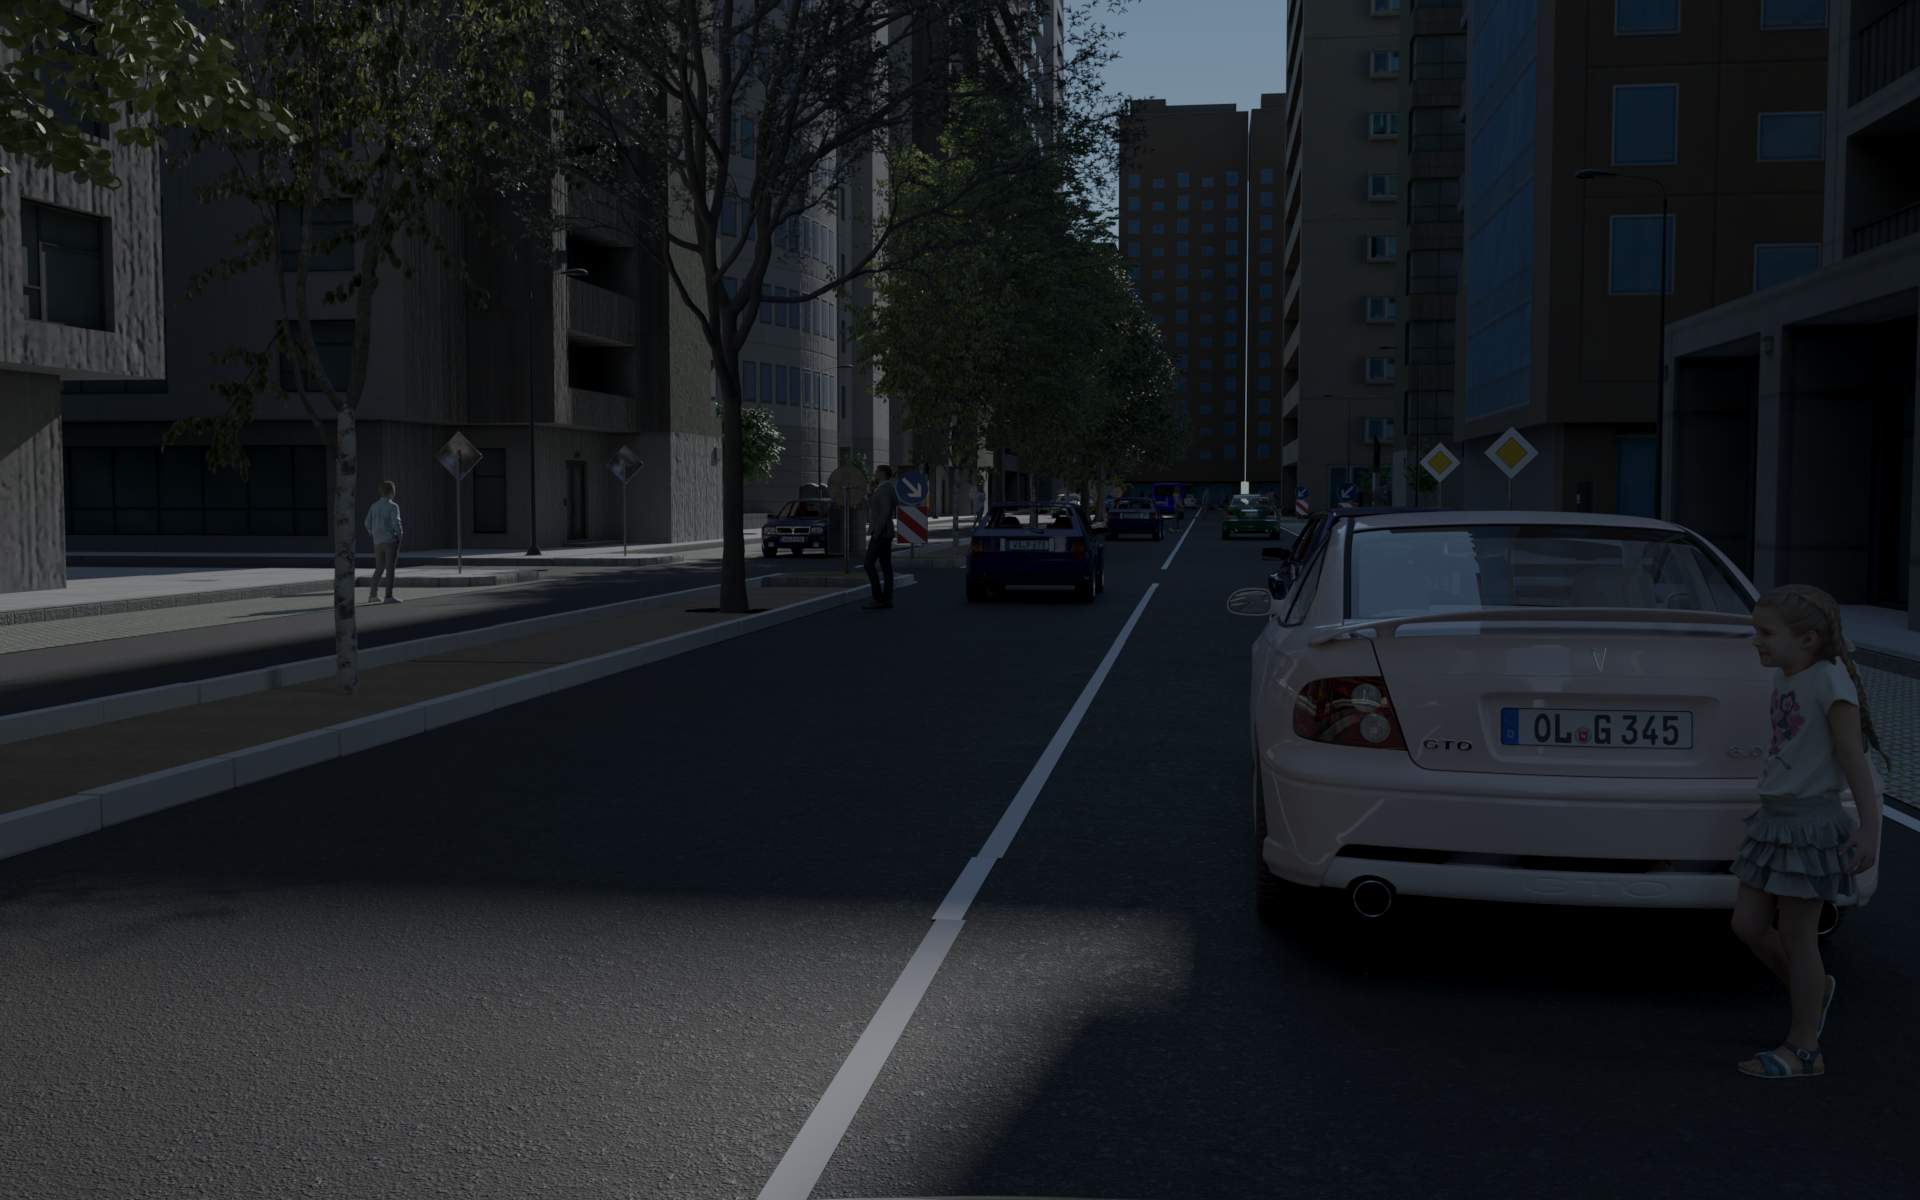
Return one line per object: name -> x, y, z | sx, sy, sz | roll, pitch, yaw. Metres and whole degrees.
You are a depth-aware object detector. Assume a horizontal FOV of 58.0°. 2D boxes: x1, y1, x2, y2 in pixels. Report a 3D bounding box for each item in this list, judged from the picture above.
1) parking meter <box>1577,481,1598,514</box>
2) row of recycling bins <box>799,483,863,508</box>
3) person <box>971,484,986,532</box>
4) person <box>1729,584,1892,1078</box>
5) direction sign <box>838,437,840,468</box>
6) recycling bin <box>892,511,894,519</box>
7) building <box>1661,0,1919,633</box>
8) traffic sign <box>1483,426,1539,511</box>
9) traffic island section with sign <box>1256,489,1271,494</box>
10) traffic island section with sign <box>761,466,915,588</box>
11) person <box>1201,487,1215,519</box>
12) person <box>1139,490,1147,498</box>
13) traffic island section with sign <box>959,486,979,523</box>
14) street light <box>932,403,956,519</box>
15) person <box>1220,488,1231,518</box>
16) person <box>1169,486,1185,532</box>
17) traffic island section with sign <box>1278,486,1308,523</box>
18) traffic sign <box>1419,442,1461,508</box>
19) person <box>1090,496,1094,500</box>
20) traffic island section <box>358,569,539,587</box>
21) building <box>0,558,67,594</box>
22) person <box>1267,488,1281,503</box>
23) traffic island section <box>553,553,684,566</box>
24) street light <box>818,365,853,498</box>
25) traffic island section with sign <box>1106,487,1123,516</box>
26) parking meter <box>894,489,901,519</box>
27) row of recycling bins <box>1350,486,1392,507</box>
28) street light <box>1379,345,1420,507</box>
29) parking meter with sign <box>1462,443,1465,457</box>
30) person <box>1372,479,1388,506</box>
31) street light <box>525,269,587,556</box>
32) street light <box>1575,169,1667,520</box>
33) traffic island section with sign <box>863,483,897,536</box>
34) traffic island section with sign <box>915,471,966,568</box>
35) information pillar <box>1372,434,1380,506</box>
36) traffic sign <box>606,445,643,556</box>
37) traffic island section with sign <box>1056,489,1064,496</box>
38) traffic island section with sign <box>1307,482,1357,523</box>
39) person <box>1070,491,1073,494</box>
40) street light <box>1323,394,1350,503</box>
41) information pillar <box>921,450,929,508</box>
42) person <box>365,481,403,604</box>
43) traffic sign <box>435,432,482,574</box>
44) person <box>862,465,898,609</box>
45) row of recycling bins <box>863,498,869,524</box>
parking meter -> 12.130, -1.536, 33.522 | 0.372, 1.533, 0.369 | 0, 3, 0
row of recycling bins -> -5.106, -3.620, 66.299 | 1.069, 1.692, 3.534 | 2, 4, 25
person -> 0.698, -3.448, 65.132 | 0.793, 1.790, 0.793 | 2, 4, 30
person -> 2.125, 0.568, 4.232 | 0.382, 1.210, 0.505 | 0, 4, -4
direction sign -> -4.821, -4.714, 69.066 | 0.379, 3.537, 0.876 | 0, 4, -2
recycling bin -> -3.665, -4.759, 90.358 | 0.722, 1.027, 0.722 | 0, 4, 3
building -> 18.891, -35.079, 11.799 | 20.563, 71.187, 20.611 | 1, 4, 8
traffic sign -> 8.109, -1.339, 25.536 | 0.795, 2.450, 0.064 | 1, 4, 8
traffic island section with sign -> 23.858, -7.697, 134.471 | 1.989, 1.847, 2.006 | 1, 4, 8
traffic island section with sign -> -1.913, -1.172, 27.296 | 2.006, 1.907, 1.989 | 1, 4, 8
person -> 13.993, -5.470, 98.063 | 0.853, 1.813, 0.709 | 2, 4, 32
person -> 16.980, -9.319, 160.873 | 0.705, 1.822, 1.348 | -3, 5, -39
traffic island section with sign -> 0.764, -4.795, 87.025 | 1.989, 1.847, 2.006 | 1, 4, 8
street light -> -0.737, -7.122, 88.984 | 1.470, 5.913, 1.316 | 1, 4, 8
person -> 15.843, -5.794, 103.582 | 0.721, 1.781, 0.623 | 0, 4, -7
person -> 8.190, -3.457, 65.610 | 0.643, 1.750, 0.593 | -1, 4, -8
traffic island section with sign -> 16.906, -4.757, 86.400 | 1.989, 1.847, 2.006 | 1, 4, 8
traffic sign -> 9.250, -1.822, 33.439 | 0.795, 2.450, 0.064 | 1, 4, 8
person -> 8.825, -6.838, 120.827 | 1.217, 1.766, 0.721 | -1, 4, -21
traffic island section -> -8.090, -0.347, 27.947 | 2.009, 0.180, 2.903 | 1, 4, 8
building -> -18.483, -15.204, 20.292 | 14.107, 30.474, 14.160 | 1, 4, 8
person -> 20.076, -6.299, 111.590 | 1.348, 1.812, 0.705 | 2, 4, 28
traffic island section -> -6.949, -0.830, 35.850 | 2.009, 0.180, 2.903 | 1, 4, 8
street light -> -4.548, -5.503, 62.516 | 1.470, 5.913, 1.316 | 1, 4, 8
traffic island section with sign -> 9.877, -6.169, 108.998 | 2.006, 1.907, 1.989 | 1, 4, 8
parking meter -> -3.223, -4.930, 89.023 | 0.372, 1.533, 0.369 | 0, 3, 0
row of recycling bins -> 20.424, -4.701, 83.973 | 3.534, 1.692, 1.069 | 2, 4, 35
street light -> 13.772, -4.994, 54.192 | 1.470, 5.913, 1.316 | 1, 4, 8
parking meter with sign -> 16.968, -3.645, 55.864 | 0.543, 3.016, 1.738 | -1, 4, -23
person -> 11.576, -2.406, 47.644 | 0.447, 1.846, 0.655 | -1, 4, -10
street light -> -8.381, -3.879, 35.965 | 1.470, 5.913, 1.316 | 1, 4, 8
street light -> 9.502, -3.201, 24.883 | 1.470, 5.913, 1.316 | 1, 4, 8
traffic island section with sign -> -3.106, -3.152, 60.156 | 1.989, 1.847, 2.006 | 1, 4, 8
traffic island section with sign -> -0.845, -1.620, 34.626 | 2.006, 1.907, 1.989 | 1, 4, 8
information pillar -> 16.224, -4.658, 67.520 | 0.183, 3.616, 0.504 | 3, 4, 37
traffic sign -> -6.925, -1.966, 35.785 | 0.795, 2.450, 0.064 | 1, 4, 8
traffic island section with sign -> 7.953, -7.839, 136.793 | 1.989, 1.847, 2.006 | 1, 4, 8
traffic island section with sign -> 12.867, -3.040, 58.324 | 1.989, 1.847, 2.006 | 1, 4, 8
person -> 7.407, -6.472, 115.038 | 1.217, 1.743, 0.721 | 1, 4, 10
street light -> 17.557, -6.611, 80.633 | 1.470, 5.913, 1.316 | 1, 4, 8
information pillar -> -1.865, -6.183, 92.451 | 0.504, 3.616, 0.183 | -3, 5, -44
person -> -7.513, -0.758, 22.704 | 0.589, 1.601, 0.330 | 2, 4, 33
traffic sign -> -8.065, -1.483, 27.882 | 0.795, 2.450, 0.064 | 1, 4, 8
person -> -1.014, -0.798, 21.726 | 0.473, 1.802, 0.592 | 1, 4, 21
row of recycling bins -> -3.955, -4.260, 76.769 | 1.069, 1.692, 3.534 | 1, 4, 11
